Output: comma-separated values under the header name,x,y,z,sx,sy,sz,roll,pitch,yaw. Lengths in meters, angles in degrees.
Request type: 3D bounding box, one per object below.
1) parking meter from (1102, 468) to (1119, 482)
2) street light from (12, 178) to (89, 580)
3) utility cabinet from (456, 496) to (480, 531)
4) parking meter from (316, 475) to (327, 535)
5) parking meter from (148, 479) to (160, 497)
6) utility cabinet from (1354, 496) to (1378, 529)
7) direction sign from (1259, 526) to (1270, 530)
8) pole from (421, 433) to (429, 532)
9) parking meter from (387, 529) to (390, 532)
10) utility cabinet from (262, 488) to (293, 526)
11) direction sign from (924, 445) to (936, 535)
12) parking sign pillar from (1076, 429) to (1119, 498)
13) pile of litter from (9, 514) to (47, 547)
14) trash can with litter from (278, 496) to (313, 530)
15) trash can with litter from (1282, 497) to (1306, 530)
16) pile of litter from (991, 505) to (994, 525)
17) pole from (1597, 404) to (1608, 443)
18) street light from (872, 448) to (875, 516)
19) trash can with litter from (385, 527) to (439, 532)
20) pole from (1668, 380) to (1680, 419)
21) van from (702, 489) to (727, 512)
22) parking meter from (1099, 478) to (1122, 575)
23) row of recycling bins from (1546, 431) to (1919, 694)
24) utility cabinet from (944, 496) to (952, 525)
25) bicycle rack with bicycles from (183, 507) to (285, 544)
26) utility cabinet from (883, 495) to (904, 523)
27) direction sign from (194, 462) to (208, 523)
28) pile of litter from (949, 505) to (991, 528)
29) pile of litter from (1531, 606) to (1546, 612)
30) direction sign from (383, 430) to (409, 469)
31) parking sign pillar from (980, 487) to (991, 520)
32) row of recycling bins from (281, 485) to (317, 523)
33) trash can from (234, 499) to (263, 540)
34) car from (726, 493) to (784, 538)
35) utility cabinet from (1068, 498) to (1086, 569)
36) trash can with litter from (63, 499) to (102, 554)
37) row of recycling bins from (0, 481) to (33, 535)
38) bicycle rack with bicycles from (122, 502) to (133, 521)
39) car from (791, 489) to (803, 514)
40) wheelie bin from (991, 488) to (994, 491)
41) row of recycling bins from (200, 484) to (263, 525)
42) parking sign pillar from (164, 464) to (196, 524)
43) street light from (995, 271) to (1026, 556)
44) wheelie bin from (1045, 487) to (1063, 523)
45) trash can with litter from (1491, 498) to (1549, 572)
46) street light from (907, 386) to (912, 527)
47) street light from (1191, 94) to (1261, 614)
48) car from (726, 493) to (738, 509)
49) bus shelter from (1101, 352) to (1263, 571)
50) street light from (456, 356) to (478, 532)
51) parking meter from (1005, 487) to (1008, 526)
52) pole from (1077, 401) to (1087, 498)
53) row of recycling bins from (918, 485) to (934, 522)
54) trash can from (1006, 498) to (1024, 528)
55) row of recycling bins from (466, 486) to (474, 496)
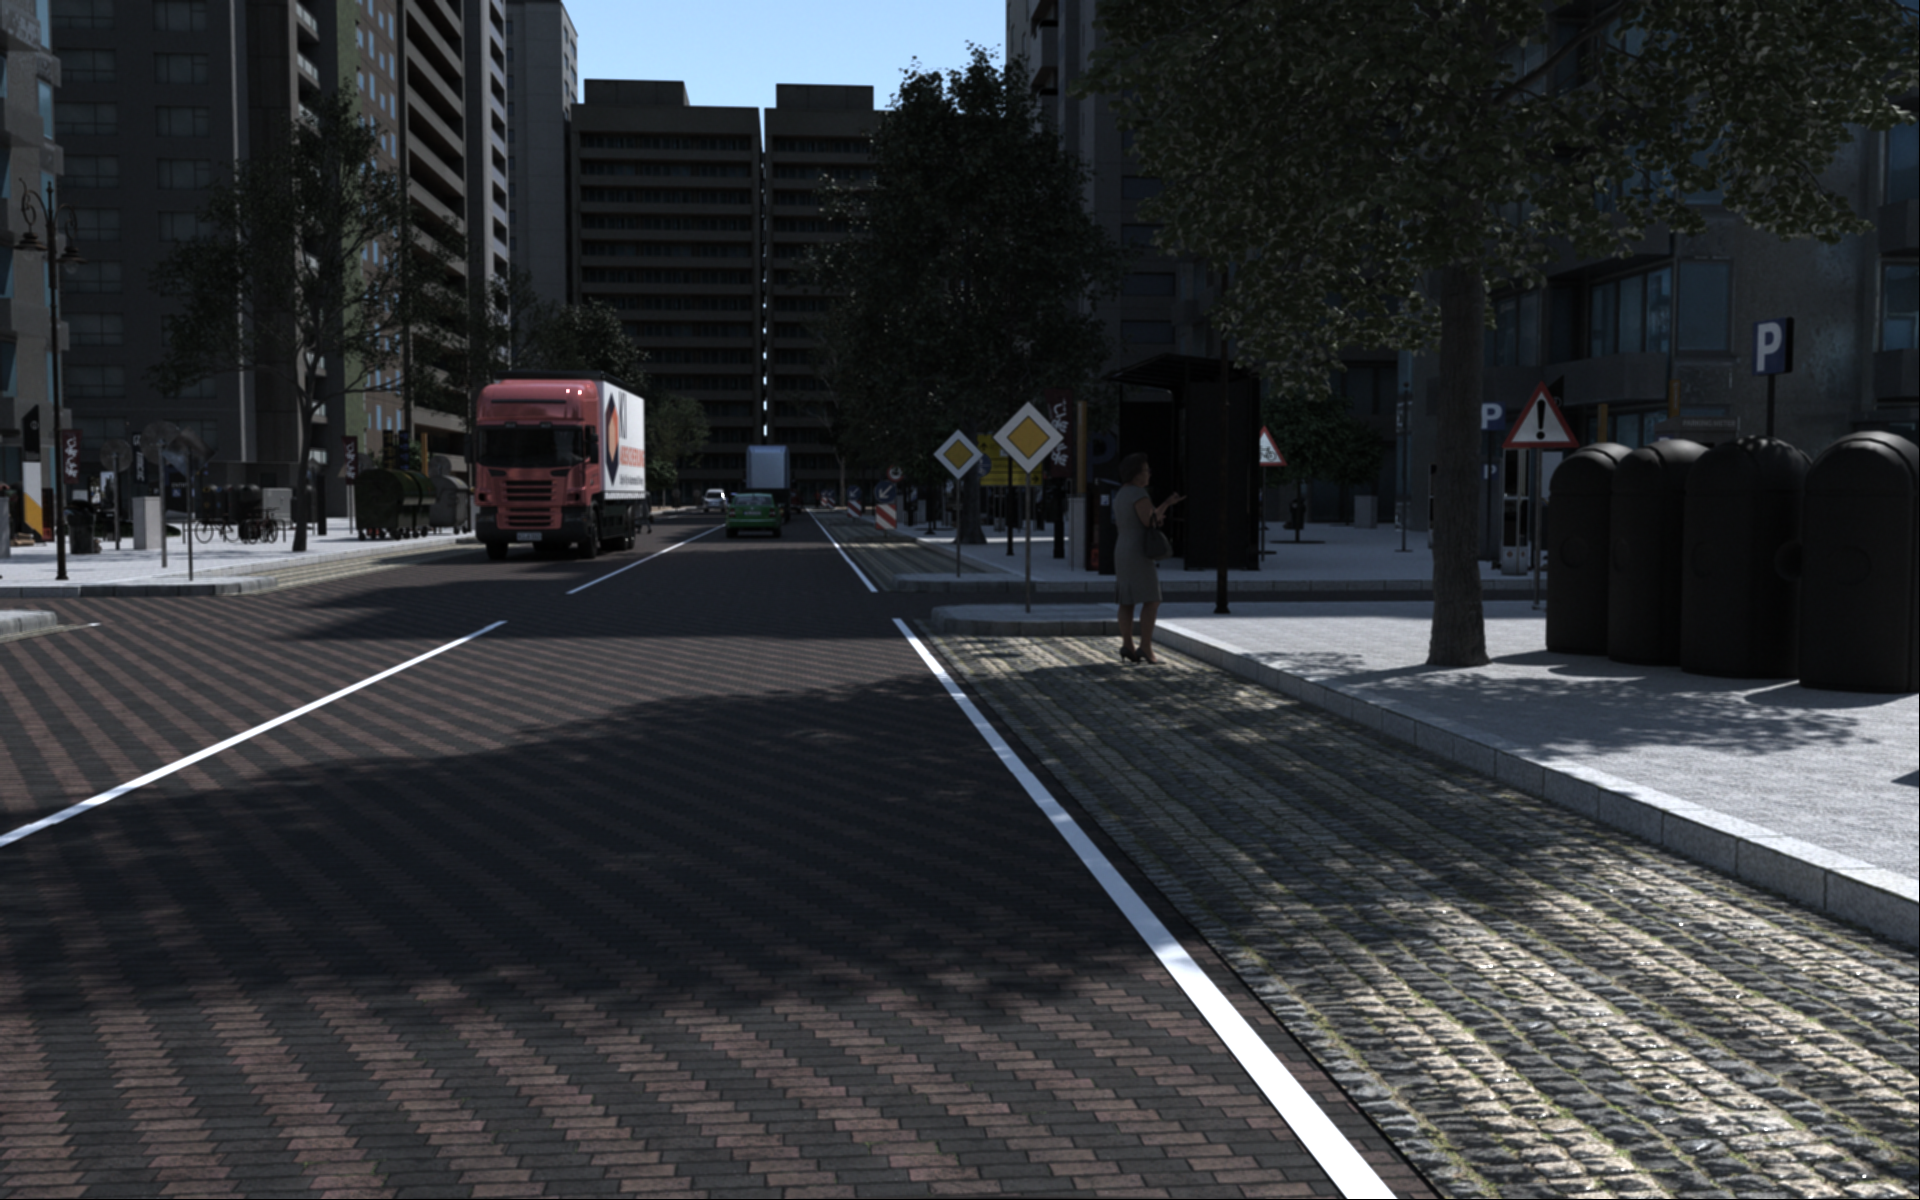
name,x,y,z,sx,sy,sz,roll,pitch,yaw
parking meter,3.384,-2.028,38.865,0.255,1.863,0.399,-2,4,-34
street light,-13.445,-3.239,25.753,0.468,5.910,1.993,0,4,-5
utility cabinet,-17.404,-3.065,61.268,0.306,1.237,1.020,2,4,35
parking meter,-19.875,-2.948,53.916,0.255,1.863,0.399,-1,4,-19
parking meter,-32.083,-3.871,69.008,0.255,1.863,0.399,3,5,41
utility cabinet,15.045,-3.243,64.184,0.306,1.237,1.020,-2,4,-24
direction sign,10.886,-4.273,61.869,0.876,3.537,0.379,0,4,7
pole,-17.892,-3.919,57.911,0.158,3.312,0.155,0,3,0
parking meter,-18.994,-3.032,57.989,0.372,1.533,0.369,0,3,0
utility cabinet,-26.924,-3.651,68.378,0.318,1.500,1.173,2,4,29
direction sign,-0.951,-3.843,54.832,0.379,3.537,0.876,0,4,3
parking sign pillar,4.263,-3.968,53.341,1.447,3.967,1.447,-1,4,-16
pile of litter,-23.269,-1.742,42.449,1.719,0.858,1.176,-3,5,-43
trash can with litter,-24.132,-3.117,62.026,2.233,1.210,1.678,-3,5,-39
trash can with litter,12.029,-3.132,62.594,0.624,1.170,1.055,-2,4,-24
pile of litter,1.308,-3.500,71.182,1.719,0.858,1.176,1,4,22
pole,14.490,-2.770,39.141,0.158,3.312,0.155,0,3,0
street light,-5.071,-7.856,101.234,0.468,5.910,1.993,0,4,-5
trash can with litter,-19.078,-2.978,59.744,2.233,1.210,1.678,-1,4,-23
pole,12.730,-2.270,30.954,0.158,3.312,0.155,0,3,0
van,-19.871,-8.159,140.409,2.013,2.044,4.112,0,4,-4
parking meter,2.393,-1.170,27.535,0.372,1.533,0.369,0,3,0
row of recycling bins,5.577,-0.344,12.744,1.069,1.692,3.534,-1,4,-17
utility cabinet,-0.510,-3.671,71.190,0.306,1.237,1.020,0,4,-5
bicycle rack with bicycles,-18.913,-1.975,45.670,2.852,0.926,2.925,1,4,12
utility cabinet,-2.879,-4.029,77.038,1.020,1.237,0.306,1,4,9
direction sign,-34.069,-5.246,77.773,0.379,3.537,0.876,1,4,16
pile of litter,0.109,-3.166,65.731,1.176,0.858,1.719,3,4,37
pile of litter,7.142,-0.324,19.260,1.719,0.858,1.176,0,4,-6
direction sign,-19.917,-4.235,61.238,0.876,3.537,0.379,-2,4,-26
parking sign pillar,0.665,-5.235,74.067,1.447,3.967,1.447,1,4,21
row of recycling bins,-29.629,-4.301,77.437,1.069,1.692,3.534,-2,4,-35
trash can,-20.054,-2.276,48.864,0.748,1.137,0.748,0,3,0
car,-6.916,-3.028,58.309,1.959,1.807,4.718,0,4,-5
utility cabinet,2.168,-1.169,30.281,0.306,1.237,1.020,-1,4,-12
trash can with litter,-18.761,-1.567,37.011,0.624,1.170,1.055,-1,4,-11
row of recycling bins,-30.288,-2.855,53.791,1.069,1.692,3.534,1,4,19
bicycle rack with bicycles,-38.873,-4.174,81.632,2.925,0.926,2.852,0,4,1
car,-12.563,-7.168,125.874,2.281,1.827,5.304,0,4,-5
wheelie bin,1.946,-5.397,96.149,0.980,1.594,0.693,-2,4,-23
row of recycling bins,-30.542,-4.008,72.644,3.534,1.692,1.069,2,4,32
parking sign pillar,-34.264,-5.341,75.800,1.447,3.967,1.447,-1,4,-11
street light,1.047,-3.867,36.017,0.468,5.910,1.993,0,4,-5
wheelie bin,4.191,-4.272,77.756,0.980,1.594,0.693,3,5,43
trash can with litter,9.639,-1.114,29.273,1.678,1.210,2.233,-2,4,-33
street light,-1.992,-5.843,68.318,0.468,5.910,1.993,0,4,-5
street light,2.819,-2.794,18.464,0.468,5.910,1.993,0,4,-5
car,-22.436,-9.966,172.538,1.945,1.707,3.694,0,4,-6
bus shelter,3.977,-2.487,31.953,1.731,3.624,6.357,0,4,-5
street light,-16.499,-5.215,58.053,0.468,5.910,1.993,0,4,-5
parking meter,1.801,-3.907,69.593,0.255,1.863,0.399,2,4,35
pole,2.669,-2.700,37.983,0.158,3.312,0.155,0,3,0
row of recycling bins,-1.866,-4.441,79.720,1.069,1.692,3.534,1,4,9
trash can,2.089,-3.310,65.775,0.748,1.137,0.748,0,3,0
row of recycling bins,-21.137,-4.390,78.887,3.534,1.692,1.069,-2,4,-33
